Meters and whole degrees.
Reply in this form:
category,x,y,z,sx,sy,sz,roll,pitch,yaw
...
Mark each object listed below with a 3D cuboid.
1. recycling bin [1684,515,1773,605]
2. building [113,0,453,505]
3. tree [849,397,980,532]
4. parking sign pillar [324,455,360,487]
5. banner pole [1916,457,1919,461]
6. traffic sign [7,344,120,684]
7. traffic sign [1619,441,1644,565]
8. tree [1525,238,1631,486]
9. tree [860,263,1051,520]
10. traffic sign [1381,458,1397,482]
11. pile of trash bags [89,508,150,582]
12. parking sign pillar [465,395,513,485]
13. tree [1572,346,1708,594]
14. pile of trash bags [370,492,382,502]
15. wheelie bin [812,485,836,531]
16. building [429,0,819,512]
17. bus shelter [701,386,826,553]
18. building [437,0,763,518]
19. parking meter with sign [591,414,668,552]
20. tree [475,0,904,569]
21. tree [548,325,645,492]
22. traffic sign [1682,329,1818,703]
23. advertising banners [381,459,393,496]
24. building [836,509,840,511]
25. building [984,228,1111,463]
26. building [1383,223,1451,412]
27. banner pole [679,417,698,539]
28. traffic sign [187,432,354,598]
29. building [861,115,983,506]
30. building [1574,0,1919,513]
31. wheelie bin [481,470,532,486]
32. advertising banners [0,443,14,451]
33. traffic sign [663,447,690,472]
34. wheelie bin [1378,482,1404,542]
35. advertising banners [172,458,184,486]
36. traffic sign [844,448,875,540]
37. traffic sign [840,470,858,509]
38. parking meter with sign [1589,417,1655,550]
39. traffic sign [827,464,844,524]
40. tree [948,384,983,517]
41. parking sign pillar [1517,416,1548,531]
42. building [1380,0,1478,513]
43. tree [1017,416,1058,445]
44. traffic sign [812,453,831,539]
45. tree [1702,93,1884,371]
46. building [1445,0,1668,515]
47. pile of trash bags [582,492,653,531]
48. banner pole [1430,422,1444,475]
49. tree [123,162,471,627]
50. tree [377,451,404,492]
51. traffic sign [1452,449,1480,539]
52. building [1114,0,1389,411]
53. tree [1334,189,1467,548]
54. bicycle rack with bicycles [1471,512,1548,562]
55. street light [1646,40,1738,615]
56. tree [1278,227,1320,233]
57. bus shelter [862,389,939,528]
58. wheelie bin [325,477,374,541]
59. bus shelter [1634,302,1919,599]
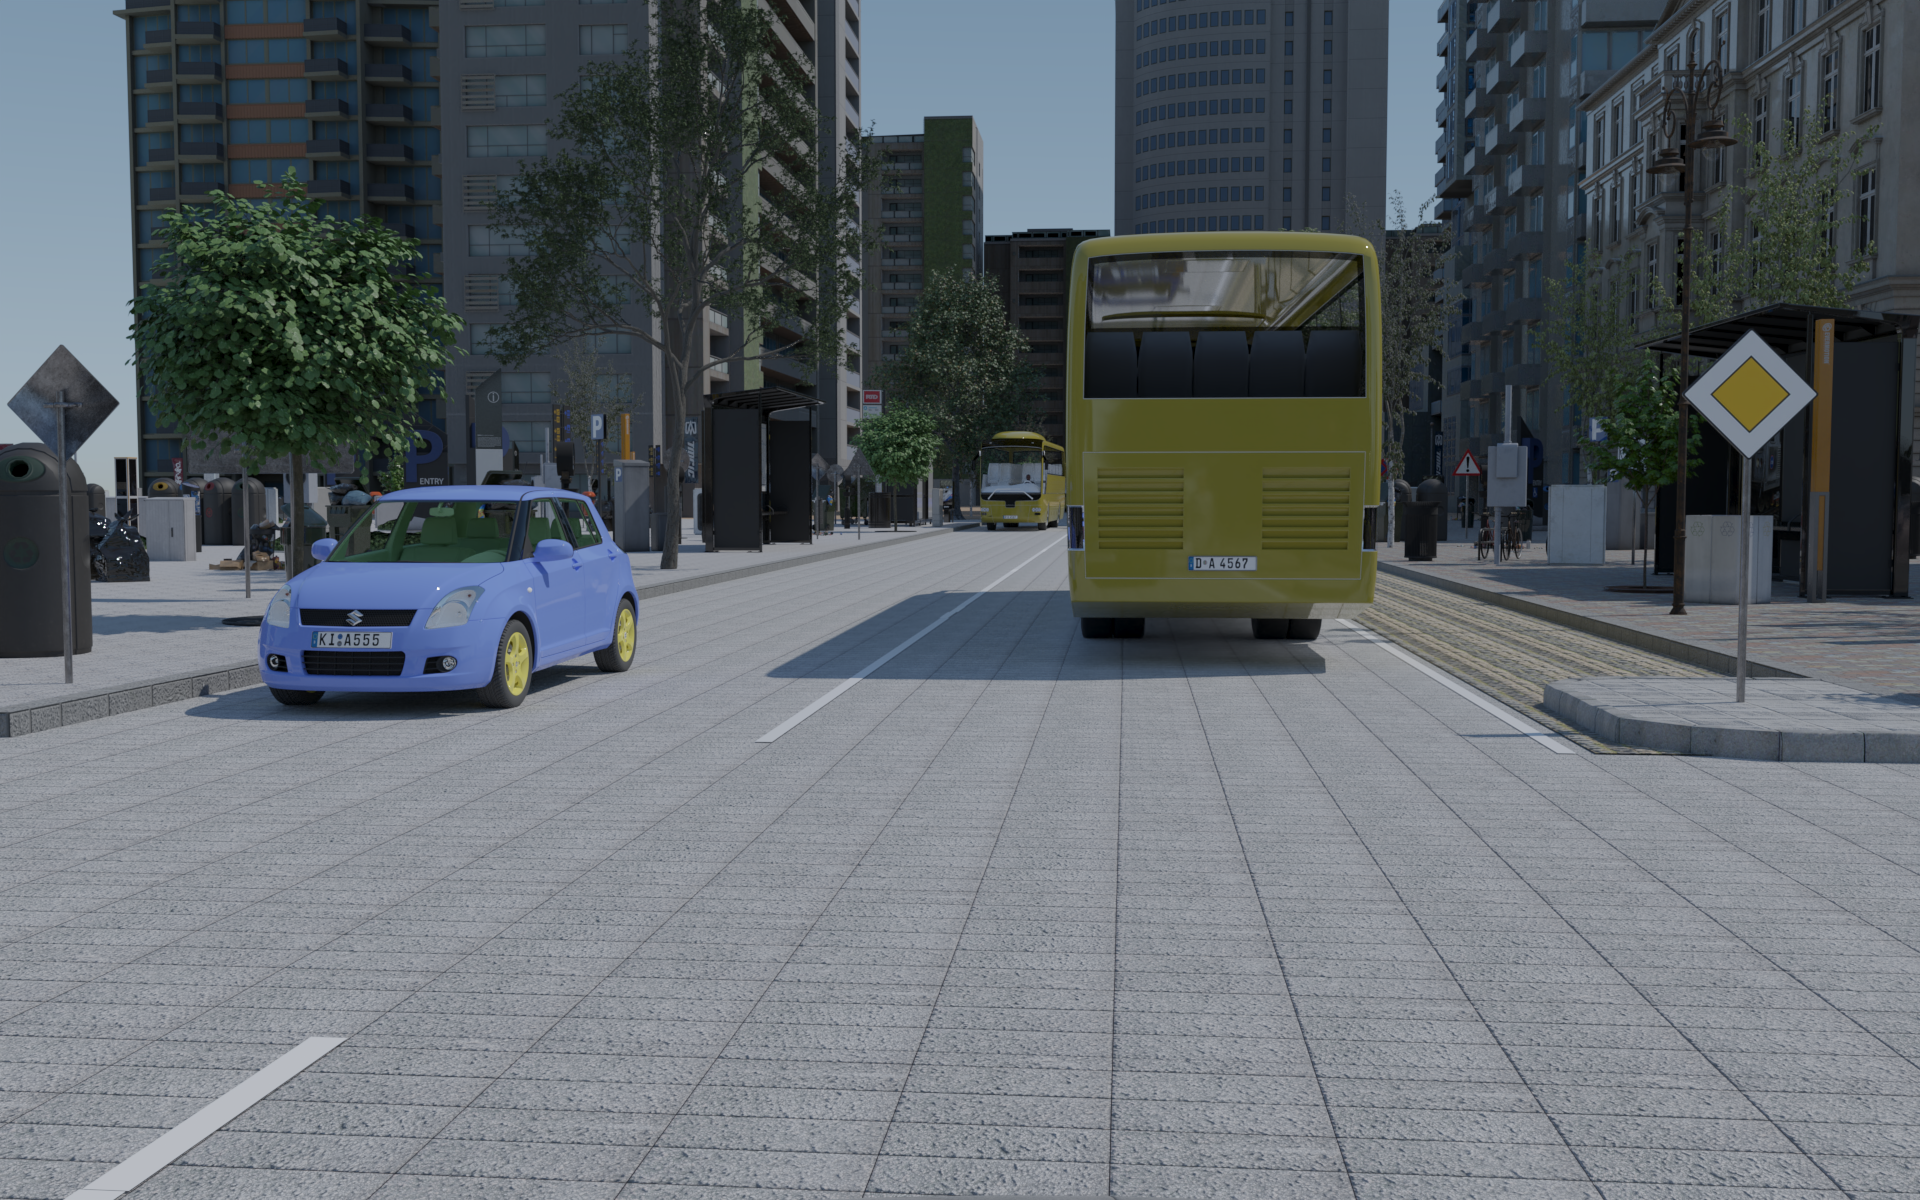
category,x,y,z,sx,sy,sz,roll,pitch,yaw
recycling bin,9.061,-0.482,20.428,0.722,1.027,0.722,-3,4,-36
building,-51.156,-29.818,142.146,28.867,44.769,22.147,0,4,5
tree,-2.114,-4.583,58.647,4.285,4.588,4.351,0,3,0
parking sign pillar,-24.224,-4.855,67.856,1.447,3.967,1.447,-2,4,-27
banner pole,9.132,-1.575,15.776,0.863,3.779,0.401,0,4,-3
traffic sign,-6.034,-0.491,11.673,0.795,2.450,0.064,0,4,5
traffic sign,12.204,-1.786,31.339,0.606,2.300,0.079,1,4,12
tree,18.747,-6.141,50.762,4.737,8.622,4.395,0,3,0
tree,-0.143,-10.348,86.193,9.611,12.733,9.660,0,3,0
traffic sign,14.909,-3.690,60.437,0.768,2.556,0.104,1,4,11
pile of trash bags,-13.667,-0.932,24.990,3.447,1.369,1.912,-3,4,-38
parking sign pillar,-12.901,-3.612,47.535,1.447,3.967,1.447,2,4,33
tree,8.890,-1.721,22.741,1.663,3.219,1.824,0,3,0
pile of trash bags,-23.201,-3.875,73.115,3.447,1.369,1.912,-2,4,-24
wheelie bin,-4.764,-3.214,60.459,0.980,1.594,0.693,2,4,32
building,-21.684,-29.954,113.448,21.300,48.544,21.600,0,4,5
bus shelter,-4.549,-3.040,40.988,1.731,3.624,6.357,0,4,6
building,-19.237,-25.175,95.201,14.154,41.232,14.086,0,4,5
parking meter with sign,-7.259,-2.579,38.433,1.738,3.016,0.543,-3,5,-41
tree,-4.654,-5.798,29.218,7.601,10.594,8.767,1,4,14
tree,-15.936,-7.618,74.913,4.360,8.622,3.978,0,3,0
traffic sign,4.808,-0.426,10.612,0.795,2.450,0.064,0,4,5
advertising banners,-28.705,-5.553,86.987,0.090,3.025,2.074,0,4,4
building,-22.501,-36.549,139.568,28.212,58.520,21.231,0,4,5
building,9.785,-25.658,191.216,14.107,30.474,14.160,0,4,5
building,51.947,-25.434,187.547,14.107,30.474,14.160,0,4,5
banner pole,-7.828,-3.644,49.599,0.863,3.779,0.401,2,4,25
traffic sign,-8.462,-1.671,21.194,2.265,3.308,0.079,1,4,12
building,-4.818,-31.035,191.019,14.086,41.232,14.154,0,4,5
building,33.070,-15.032,64.863,14.460,24.649,34.723,0,4,5
wheelie bin,-6.076,-0.938,23.250,0.693,1.594,0.980,2,4,29
advertising banners,-32.087,-3.886,59.727,2.074,3.025,0.090,0,4,1
traffic sign,-7.569,-2.817,46.159,0.768,2.556,0.104,1,4,13
wheelie bin,11.400,-2.342,46.203,0.693,1.594,0.980,-2,4,-24
advertising banners,-36.755,-5.321,83.184,2.074,3.025,0.090,0,4,-5
traffic sign,-2.834,-2.971,48.575,0.884,2.594,0.081,1,4,12
traffic sign,-4.478,-4.222,70.209,0.795,2.450,0.064,1,4,9
parking meter with sign,15.238,-2.655,39.675,1.738,3.016,0.543,-2,4,-26
traffic sign,-5.323,-4.518,73.972,0.768,2.556,0.104,0,4,7
tree,0.874,-9.057,98.442,4.360,8.622,3.978,0,3,0
parking sign pillar,19.852,-4.395,60.333,1.447,3.967,1.447,3,5,43
building,43.874,-49.831,127.406,22.319,86.520,31.000,0,4,5
tree,6.683,-12.456,154.025,4.360,8.622,3.978,0,3,0
traffic sign,-4.045,-2.932,49.119,0.795,2.450,0.064,1,4,14
tree,15.257,-5.035,32.687,4.737,8.622,4.395,0,3,0
building,41.465,-29.258,97.969,23.786,49.044,30.456,0,4,5
pile of trash bags,-13.022,-3.384,65.080,3.447,1.369,1.912,3,4,36
banner pole,16.639,-4.318,60.617,0.863,3.779,0.401,-3,4,-36
tree,-6.625,-2.050,17.239,4.285,4.588,4.351,0,3,0
tree,-25.045,-5.021,76.692,1.663,3.219,1.824,0,3,0
traffic sign,14.603,-3.050,49.869,0.884,2.594,0.081,0,4,7
building,31.080,-39.679,190.743,28.212,58.520,21.231,0,4,5
tree,10.080,-5.554,41.169,4.360,8.622,3.978,0,3,0
bicycle rack with bicycles,11.048,-1.234,33.560,2.852,0.926,2.925,3,4,37
street light,7.656,-2.783,18.284,0.468,5.910,1.993,0,4,5
tree,14.112,-9.520,73.783,7.486,12.596,7.792,0,3,0
bus shelter,-2.406,-5.592,69.059,2.179,5.291,8.768,0,4,6
wheelie bin,-11.460,-1.508,32.557,0.980,1.594,0.693,1,4,23
bus shelter,11.192,-2.018,24.280,1.731,3.624,6.357,0,4,6
